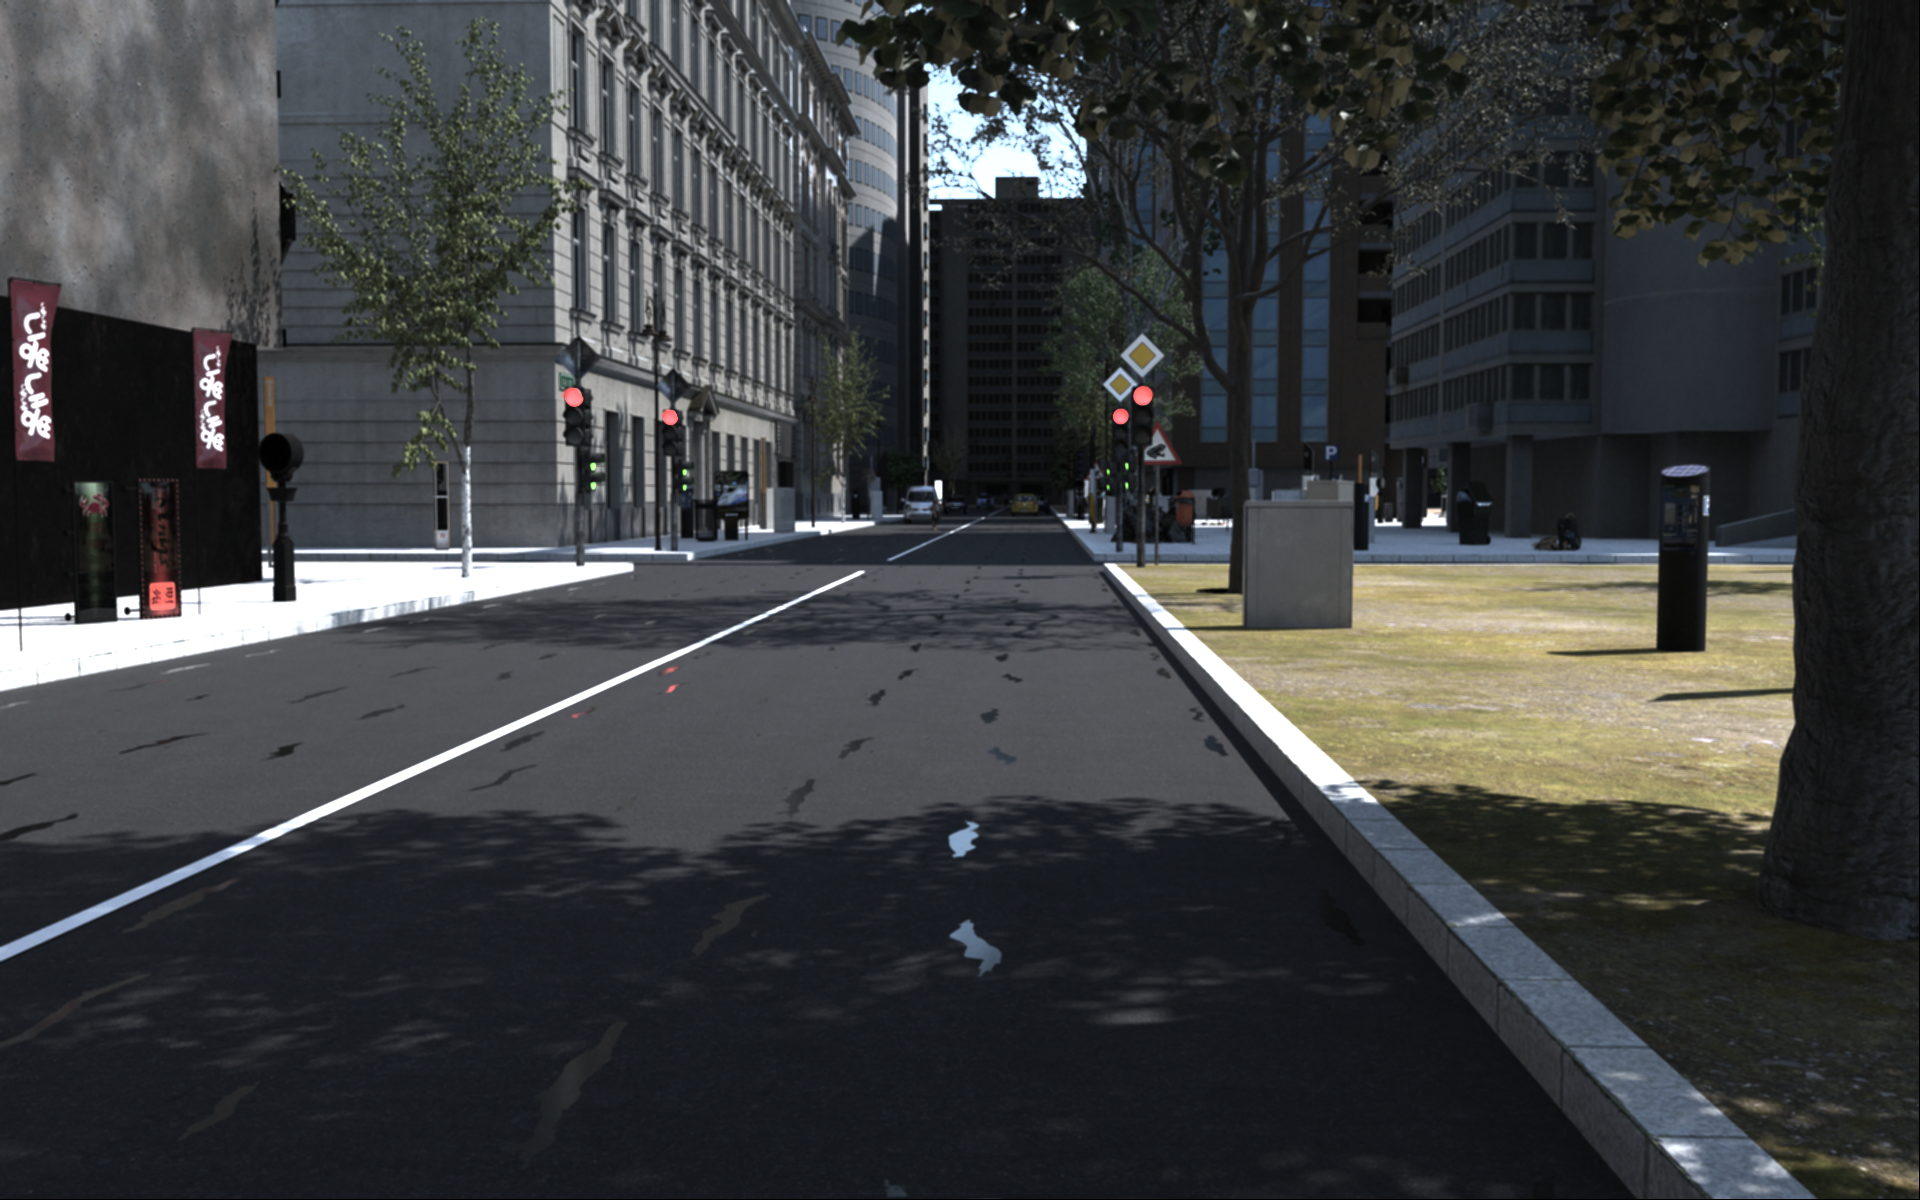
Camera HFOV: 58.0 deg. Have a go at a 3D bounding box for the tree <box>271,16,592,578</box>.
[{"bbox_3d":[-7.831,-4.651,26.405,4.737,8.622,4.395,0,3,0],"label":"tree"}]

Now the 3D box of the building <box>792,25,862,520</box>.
[{"bbox_3d":[-13.456,-18.871,95.929,14.401,28.519,23.554,0,4,3],"label":"building"}]

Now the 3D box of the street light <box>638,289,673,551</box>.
[{"bbox_3d":[-6.859,-4.061,39.186,0.468,5.910,1.993,0,4,3],"label":"street light"}]

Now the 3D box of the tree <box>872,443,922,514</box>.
[{"bbox_3d":[-4.057,-7.775,110.829,4.285,4.588,4.351,0,3,0],"label":"tree"}]

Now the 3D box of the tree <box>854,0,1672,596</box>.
[{"bbox_3d":[3.503,-6.829,22.020,12.009,13.543,11.850,0,3,0],"label":"tree"}]

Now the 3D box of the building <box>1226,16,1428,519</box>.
[{"bbox_3d":[18.262,-27.270,95.970,14.600,45.320,14.200,0,4,3],"label":"building"}]

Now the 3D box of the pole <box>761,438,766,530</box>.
[{"bbox_3d":[-7.111,-4.210,62.672,0.158,3.312,0.155,0,3,0],"label":"pole"}]

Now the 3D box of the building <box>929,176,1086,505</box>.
[{"bbox_3d":[6.952,-31.967,214.534,23.993,40.220,32.217,0,4,3],"label":"building"}]

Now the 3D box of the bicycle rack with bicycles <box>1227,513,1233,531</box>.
[{"bbox_3d":[10.616,-2.806,59.259,2.925,0.926,2.852,-3,4,-38],"label":"bicycle rack with bicycles"}]

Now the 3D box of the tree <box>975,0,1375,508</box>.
[{"bbox_3d":[6.057,-11.734,47.740,12.611,20.169,13.585,0,3,0],"label":"tree"}]

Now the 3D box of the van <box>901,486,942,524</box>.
[{"bbox_3d":[-1.849,-4.711,84.040,2.013,2.044,4.112,0,4,1],"label":"van"}]

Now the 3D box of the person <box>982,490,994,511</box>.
[{"bbox_3d":[2.387,-8.182,142.958,1.217,1.739,0.721,1,4,14],"label":"person"}]

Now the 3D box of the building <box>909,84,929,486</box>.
[{"bbox_3d":[-14.297,-33.850,177.157,21.600,48.544,21.300,0,4,3],"label":"building"}]

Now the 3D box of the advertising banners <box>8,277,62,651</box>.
[{"bbox_3d":[-7.809,-1.061,13.535,0.090,3.025,2.074,1,4,18],"label":"advertising banners"}]

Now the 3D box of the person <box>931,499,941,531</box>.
[{"bbox_3d":[-0.935,-3.341,67.800,0.373,1.253,0.362,2,4,27],"label":"person"}]

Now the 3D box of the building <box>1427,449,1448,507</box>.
[{"bbox_3d":[51.403,-46.962,206.088,20.611,71.187,20.563,0,4,3],"label":"building"}]

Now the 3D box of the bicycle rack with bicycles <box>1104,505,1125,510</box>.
[{"bbox_3d":[9.254,-4.882,93.204,2.852,0.926,2.925,-1,4,-14],"label":"bicycle rack with bicycles"}]

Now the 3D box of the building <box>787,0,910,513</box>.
[{"bbox_3d":[-15.247,-35.809,127.472,21.231,58.520,28.212,0,4,3],"label":"building"}]

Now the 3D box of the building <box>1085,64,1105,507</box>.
[{"bbox_3d":[22.934,-38.457,170.768,21.231,58.520,28.212,0,4,3],"label":"building"}]

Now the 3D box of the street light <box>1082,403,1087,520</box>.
[{"bbox_3d":[6.091,-6.884,85.339,0.468,5.910,1.993,0,4,3],"label":"street light"}]

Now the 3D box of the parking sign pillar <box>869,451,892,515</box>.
[{"bbox_3d":[-4.924,-7.235,106.769,1.447,3.967,1.447,1,4,16],"label":"parking sign pillar"}]

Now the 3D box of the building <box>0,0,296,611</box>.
[{"bbox_3d":[-18.820,-9.335,20.087,16.811,18.784,16.820,0,4,3],"label":"building"}]

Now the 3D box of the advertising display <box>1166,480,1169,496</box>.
[{"bbox_3d":[9.517,-4.538,79.409,0.123,1.923,0.974,0,4,6],"label":"advertising display"}]

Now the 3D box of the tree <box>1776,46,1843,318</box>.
[{"bbox_3d":[14.127,-4.568,25.048,4.737,8.622,4.395,0,3,0],"label":"tree"}]

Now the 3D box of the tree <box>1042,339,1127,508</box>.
[{"bbox_3d":[6.535,-8.002,81.197,4.737,8.622,4.395,0,3,0],"label":"tree"}]

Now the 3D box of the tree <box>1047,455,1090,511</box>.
[{"bbox_3d":[8.405,-9.151,133.335,4.285,4.588,4.351,0,3,0],"label":"tree"}]

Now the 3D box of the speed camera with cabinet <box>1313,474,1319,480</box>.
[{"bbox_3d":[15.206,-5.145,78.451,2.038,3.252,0.660,0,4,-5],"label":"speed camera with cabinet"}]

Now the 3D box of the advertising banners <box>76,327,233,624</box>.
[{"bbox_3d":[-8.269,-1.320,17.774,0.090,3.025,2.074,2,4,26],"label":"advertising banners"}]

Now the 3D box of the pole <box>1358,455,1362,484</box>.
[{"bbox_3d":[20.608,-5.840,89.328,0.158,3.312,0.155,0,3,0],"label":"pole"}]

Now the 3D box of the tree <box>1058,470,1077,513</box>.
[{"bbox_3d":[7.585,-7.477,116.852,1.663,3.219,1.824,0,3,0],"label":"tree"}]

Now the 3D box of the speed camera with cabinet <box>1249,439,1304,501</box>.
[{"bbox_3d":[11.272,-4.164,62.420,2.038,3.252,0.660,1,4,13],"label":"speed camera with cabinet"}]

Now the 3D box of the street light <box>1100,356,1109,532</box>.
[{"bbox_3d":[4.926,-5.228,58.263,0.468,5.910,1.993,0,4,3],"label":"street light"}]

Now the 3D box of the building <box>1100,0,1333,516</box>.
[{"bbox_3d":[16.924,-28.723,119.728,14.600,45.320,14.200,0,4,3],"label":"building"}]

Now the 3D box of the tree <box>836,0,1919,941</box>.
[{"bbox_3d":[2.908,-6.012,4.947,9.857,13.997,8.962,0,3,0],"label":"tree"}]

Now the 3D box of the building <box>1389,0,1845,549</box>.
[{"bbox_3d":[27.466,-22.176,54.458,23.993,40.220,32.217,0,4,3],"label":"building"}]

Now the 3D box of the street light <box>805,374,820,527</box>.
[{"bbox_3d":[-5.660,-5.739,66.623,0.468,5.910,1.993,0,4,3],"label":"street light"}]

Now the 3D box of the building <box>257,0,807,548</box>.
[{"bbox_3d":[-16.527,-17.480,62.212,17.030,29.872,44.131,0,4,3],"label":"building"}]

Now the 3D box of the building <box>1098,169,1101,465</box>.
[{"bbox_3d":[22.822,-31.936,141.754,23.786,49.044,30.456,0,4,3],"label":"building"}]

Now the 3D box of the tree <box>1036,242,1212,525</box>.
[{"bbox_3d":[6.679,-8.911,71.442,9.928,11.665,9.643,0,3,0],"label":"tree"}]

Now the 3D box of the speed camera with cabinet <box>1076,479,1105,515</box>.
[{"bbox_3d":[8.023,-6.846,106.274,2.038,3.252,0.660,3,5,45],"label":"speed camera with cabinet"}]

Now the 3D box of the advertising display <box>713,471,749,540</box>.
[{"bbox_3d":[-6.349,-2.621,48.063,0.974,1.923,0.123,-1,4,-17],"label":"advertising display"}]

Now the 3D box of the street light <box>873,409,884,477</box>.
[{"bbox_3d":[-4.418,-7.413,93.997,0.468,5.910,1.993,0,4,3],"label":"street light"}]

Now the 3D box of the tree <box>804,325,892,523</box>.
[{"bbox_3d":[-5.122,-7.708,76.385,4.737,8.622,4.395,0,3,0],"label":"tree"}]

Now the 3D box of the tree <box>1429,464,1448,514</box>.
[{"bbox_3d":[30.802,-7.125,111.094,1.663,3.219,1.824,0,3,0],"label":"tree"}]

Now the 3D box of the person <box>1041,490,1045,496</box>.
[{"bbox_3d":[7.315,-8.931,154.529,0.705,1.822,1.348,-2,4,-27],"label":"person"}]

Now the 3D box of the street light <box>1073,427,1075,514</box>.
[{"bbox_3d":[7.445,-8.543,112.473,0.468,5.910,1.993,0,4,3],"label":"street light"}]

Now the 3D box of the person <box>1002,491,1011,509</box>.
[{"bbox_3d":[4.619,-9.920,171.480,1.217,1.735,0.721,-3,4,-38],"label":"person"}]

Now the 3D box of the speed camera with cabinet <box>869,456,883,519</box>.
[{"bbox_3d":[-4.333,-5.805,89.253,0.660,3.252,2.038,0,4,-6],"label":"speed camera with cabinet"}]

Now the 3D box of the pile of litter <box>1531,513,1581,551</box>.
[{"bbox_3d":[13.672,-1.578,39.759,1.176,0.858,1.719,3,5,44],"label":"pile of litter"}]

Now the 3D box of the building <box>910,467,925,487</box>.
[{"bbox_3d":[-13.624,-43.636,151.697,20.563,71.187,20.611,0,4,3],"label":"building"}]

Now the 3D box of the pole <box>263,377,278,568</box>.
[{"bbox_3d":[-12.014,-2.223,30.195,0.158,3.312,0.155,0,3,0],"label":"pole"}]

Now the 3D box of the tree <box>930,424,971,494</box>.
[{"bbox_3d":[-0.943,-14.160,181.871,4.360,8.622,3.978,0,3,0],"label":"tree"}]
